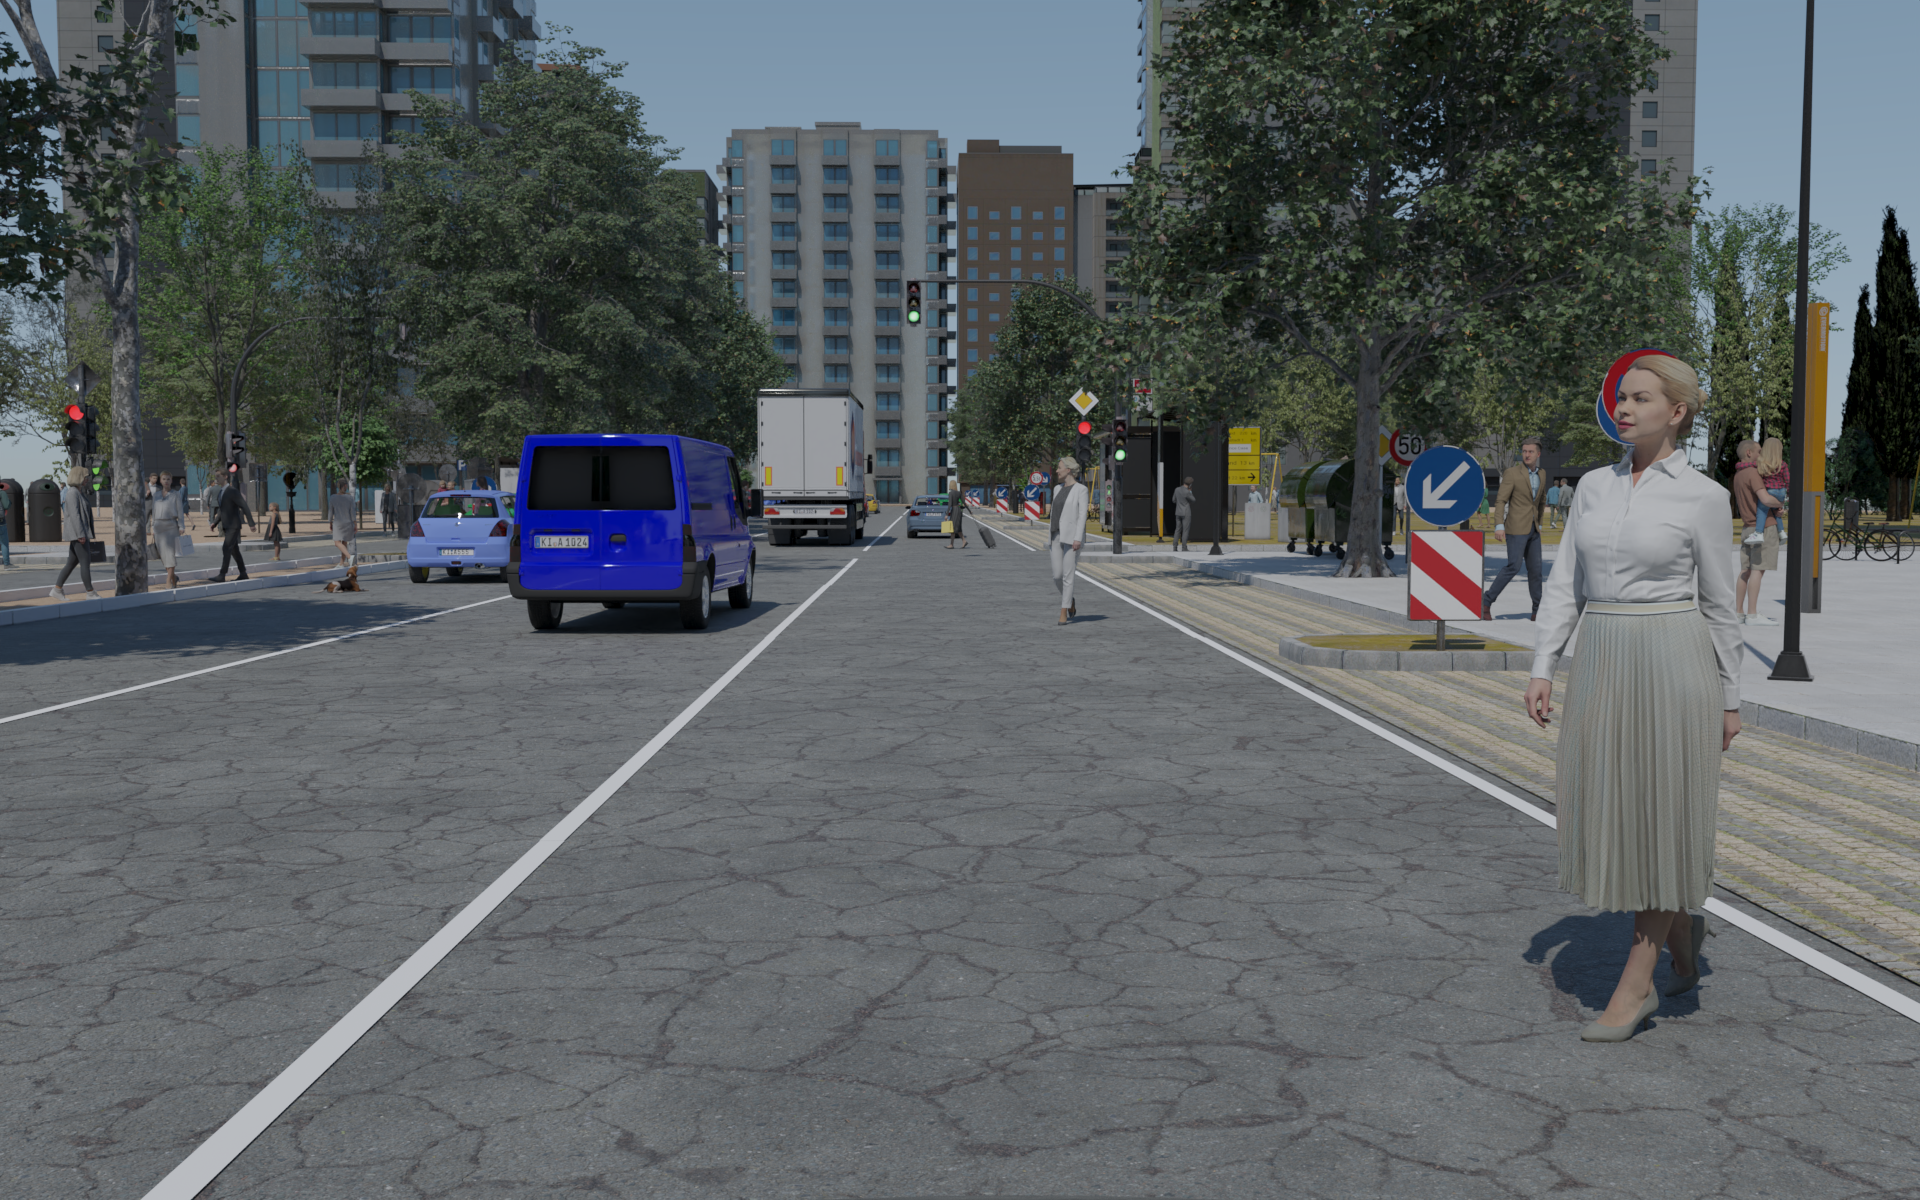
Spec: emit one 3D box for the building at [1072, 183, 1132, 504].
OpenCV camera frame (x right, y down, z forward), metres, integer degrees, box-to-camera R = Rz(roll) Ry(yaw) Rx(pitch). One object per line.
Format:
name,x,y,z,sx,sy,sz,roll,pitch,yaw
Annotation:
building,20.945,-32.906,221.609,14.086,41.232,14.154,0,4,-1

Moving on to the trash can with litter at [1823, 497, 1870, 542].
trash can with litter,23.752,-2.190,46.858,2.233,1.210,1.678,-2,4,-26

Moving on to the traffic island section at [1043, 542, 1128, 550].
traffic island section,3.218,-1.389,44.984,2.009,0.180,2.903,0,4,-1

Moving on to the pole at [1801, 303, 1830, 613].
pole,9.169,-1.513,18.588,0.158,3.312,0.155,0,3,0

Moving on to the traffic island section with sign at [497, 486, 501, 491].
traffic island section with sign,-18.783,-3.712,69.321,1.989,1.847,2.006,0,4,-1

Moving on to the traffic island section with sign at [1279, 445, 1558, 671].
traffic island section with sign,3.820,-0.381,14.855,1.989,1.847,2.006,0,4,-1

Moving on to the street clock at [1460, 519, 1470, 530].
street clock,10.852,-1.997,37.216,0.471,2.002,0.358,2,4,29

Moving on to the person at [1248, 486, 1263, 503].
person,9.147,-2.812,53.828,0.330,1.601,0.589,-2,4,-32

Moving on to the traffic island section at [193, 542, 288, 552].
traffic island section,-18.619,-1.363,44.560,2.009,0.180,2.903,0,4,-1

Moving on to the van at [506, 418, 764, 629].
van,-3.589,-0.956,20.011,2.240,2.365,5.245,0,4,1

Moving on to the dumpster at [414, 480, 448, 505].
dumpster,-21.870,-4.043,71.869,1.264,1.857,1.865,0,4,-1

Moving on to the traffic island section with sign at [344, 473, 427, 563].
traffic island section with sign,-11.878,-1.762,36.940,2.006,1.907,1.989,0,4,-1

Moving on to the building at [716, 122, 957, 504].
building,-15.764,-37.063,225.580,30.456,49.044,23.786,0,4,-1

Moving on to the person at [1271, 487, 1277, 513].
person,21.725,-6.955,119.981,0.641,1.798,0.478,1,4,14

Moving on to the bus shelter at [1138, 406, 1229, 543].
bus shelter,6.245,-3.508,48.639,1.731,3.624,6.357,0,4,-1

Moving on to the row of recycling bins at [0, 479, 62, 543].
row of recycling bins,-25.728,-2.367,45.818,3.534,1.692,1.069,-1,4,-19

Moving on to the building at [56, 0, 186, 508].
building,-73.849,-44.867,171.829,20.611,71.187,20.563,0,4,-1

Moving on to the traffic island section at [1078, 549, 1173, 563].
traffic island section,3.376,-0.900,37.000,2.009,0.180,2.903,0,4,-1

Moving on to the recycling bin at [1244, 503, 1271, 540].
recycling bin,8.454,-2.241,49.187,0.722,1.027,0.722,1,4,10

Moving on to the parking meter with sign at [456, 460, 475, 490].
parking meter with sign,-24.570,-5.554,87.070,1.738,3.016,0.543,3,5,41

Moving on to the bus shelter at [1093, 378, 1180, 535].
bus shelter,5.646,-4.884,57.492,2.179,5.291,8.768,0,4,-1

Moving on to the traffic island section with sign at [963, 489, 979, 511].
traffic island section with sign,1.216,-8.446,146.719,1.989,1.847,2.006,0,4,-1

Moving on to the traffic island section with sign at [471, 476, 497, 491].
traffic island section with sign,-12.014,-2.215,44.346,2.006,1.907,1.989,0,4,-1

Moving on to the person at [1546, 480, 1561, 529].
person,21.936,-3.519,63.920,0.444,1.785,0.601,-3,4,-39

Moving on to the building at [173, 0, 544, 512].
building,-45.195,-31.478,134.270,23.786,49.044,30.456,0,4,-1

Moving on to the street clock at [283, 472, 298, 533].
street clock,-21.783,-3.173,56.441,0.471,2.002,0.358,-2,4,-30

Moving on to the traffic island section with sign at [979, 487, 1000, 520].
traffic island section with sign,2.201,-5.390,96.750,1.989,1.847,2.006,0,4,-1

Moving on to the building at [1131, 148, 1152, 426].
building,21.403,-22.984,147.483,14.160,30.474,14.107,0,4,-1

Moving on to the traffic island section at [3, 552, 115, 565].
traffic island section,-18.461,-0.874,36.577,2.009,0.180,2.903,0,4,-1

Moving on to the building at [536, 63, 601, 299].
building,-49.095,-31.651,172.126,28.867,44.769,22.147,0,4,-1

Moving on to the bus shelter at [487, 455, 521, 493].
bus shelter,-23.268,-5.976,91.635,2.014,3.302,5.546,0,4,-1

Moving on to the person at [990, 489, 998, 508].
person,3.253,-9.133,156.100,1.217,1.736,0.721,0,4,8

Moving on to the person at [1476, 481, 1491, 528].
person,19.772,-3.613,65.363,0.529,1.795,0.600,2,4,23

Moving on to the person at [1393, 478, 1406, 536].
person,13.563,-2.928,53.763,0.661,1.843,0.795,1,4,17

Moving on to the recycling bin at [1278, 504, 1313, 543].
recycling bin,8.909,-2.043,45.963,0.722,1.027,0.722,-1,4,-15

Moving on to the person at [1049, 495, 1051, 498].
person,9.471,-10.191,172.745,1.350,1.814,0.705,2,4,34

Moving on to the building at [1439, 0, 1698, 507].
building,59.410,-45.028,174.465,20.611,71.187,20.563,0,4,-1

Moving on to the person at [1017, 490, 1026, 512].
person,4.466,-7.218,124.864,0.445,1.727,0.742,3,5,43

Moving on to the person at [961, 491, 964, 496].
person,0.125,-10.798,185.772,1.217,1.735,0.721,-1,4,-12

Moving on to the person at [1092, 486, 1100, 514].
person,8.978,-6.581,113.664,0.581,1.822,0.654,1,4,9

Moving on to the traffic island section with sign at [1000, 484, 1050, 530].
traffic island section with sign,2.745,-3.741,69.800,1.989,1.847,2.006,0,4,-1

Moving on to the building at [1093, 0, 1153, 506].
building,25.758,-52.337,168.374,22.319,86.520,31.000,0,4,-1

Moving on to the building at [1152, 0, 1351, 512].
building,21.398,-27.446,132.335,14.154,41.232,14.086,0,4,-1

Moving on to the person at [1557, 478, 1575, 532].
person,20.535,-3.217,58.743,0.635,1.810,0.391,-3,4,-36

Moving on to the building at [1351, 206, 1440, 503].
building,54.148,-32.996,231.359,23.993,40.220,32.217,0,4,-1

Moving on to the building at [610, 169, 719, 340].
building,-38.310,-32.849,220.668,14.086,41.232,14.154,0,4,-1

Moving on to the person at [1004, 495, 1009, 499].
person,4.471,-10.277,174.200,0.705,1.807,1.348,-3,5,-41

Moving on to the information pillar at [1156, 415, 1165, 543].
information pillar,5.293,-3.325,45.725,0.183,3.616,0.504,0,4,0

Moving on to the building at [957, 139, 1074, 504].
building,6.792,-34.971,221.878,14.200,45.320,14.600,0,4,-1
